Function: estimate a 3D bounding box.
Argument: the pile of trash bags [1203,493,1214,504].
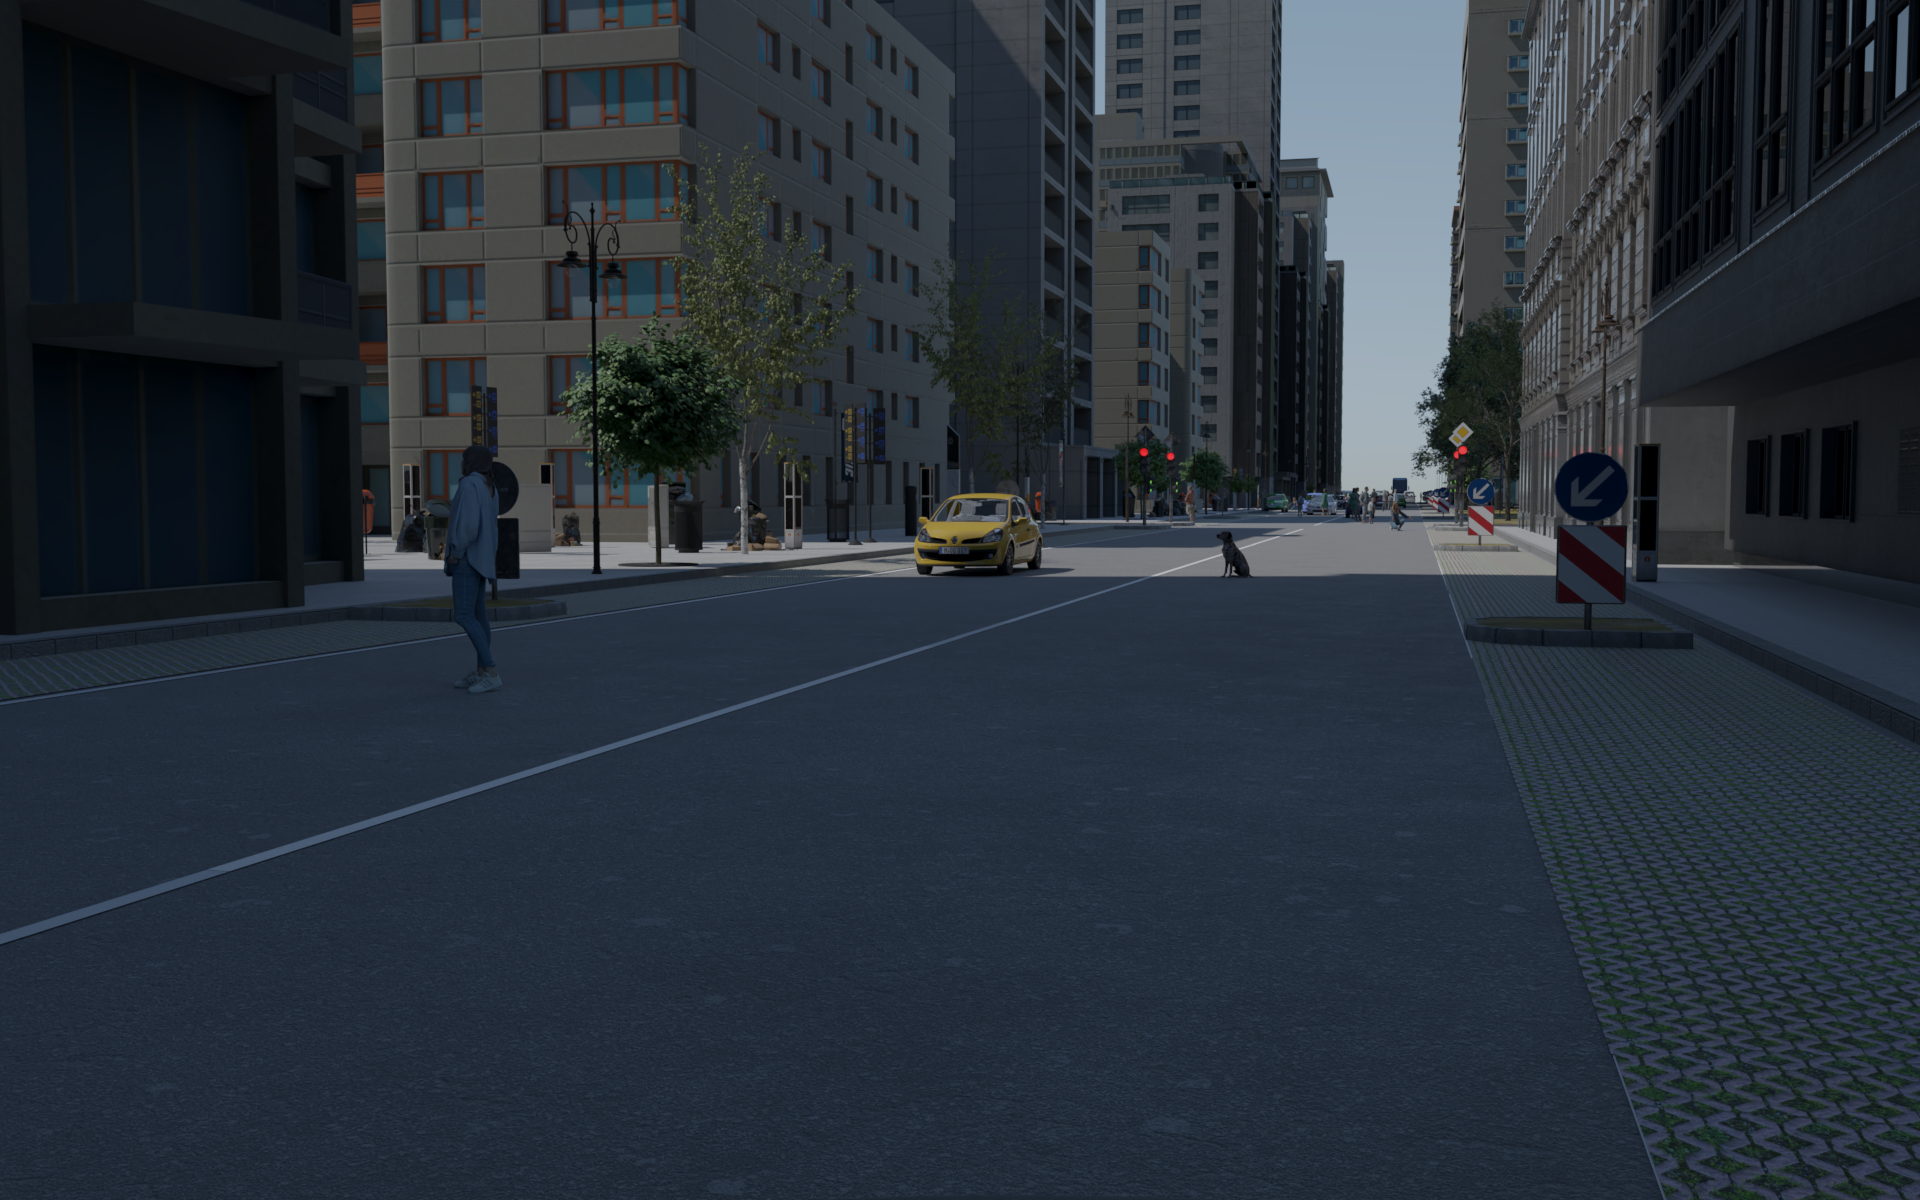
[{"bbox_3d":[19.943,-8.300,145.453,3.447,1.369,1.912,3,5,40],"label":"pile of trash bags"}]

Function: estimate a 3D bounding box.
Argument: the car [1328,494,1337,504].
[{"bbox_3d":[33.128,-8.840,156.534,2.014,1.417,4.499,1,4,16],"label":"car"}]

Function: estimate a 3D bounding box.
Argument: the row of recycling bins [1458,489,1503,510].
[{"bbox_3d":[41.067,-7.926,136.695,3.534,1.692,1.069,2,4,26],"label":"row of recycling bins"}]

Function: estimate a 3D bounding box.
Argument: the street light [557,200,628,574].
[{"bbox_3d":[-5.824,-3.353,27.603,0.468,5.910,1.993,1,4,15],"label":"street light"}]

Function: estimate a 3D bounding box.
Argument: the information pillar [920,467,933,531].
[{"bbox_3d":[-0.918,-2.660,47.989,0.304,2.012,0.304,1,4,13],"label":"information pillar"}]

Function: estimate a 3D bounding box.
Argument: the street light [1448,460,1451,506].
[{"bbox_3d":[54.297,-13.421,192.226,0.468,5.910,1.993,1,4,15],"label":"street light"}]

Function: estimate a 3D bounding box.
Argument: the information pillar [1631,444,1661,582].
[{"bbox_3d":[10.028,-1.274,25.324,0.304,2.012,0.304,0,4,8],"label":"information pillar"}]

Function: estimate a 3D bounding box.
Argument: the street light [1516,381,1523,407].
[{"bbox_3d":[21.518,-5.716,66.239,0.468,5.910,1.993,1,4,15],"label":"street light"}]

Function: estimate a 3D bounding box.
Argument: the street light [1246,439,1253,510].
[{"bbox_3d":[22.847,-10.049,137.088,0.468,5.910,1.993,1,4,15],"label":"street light"}]

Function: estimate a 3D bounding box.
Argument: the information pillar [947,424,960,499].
[{"bbox_3d":[-0.228,-4.086,58.158,0.504,3.616,0.183,2,4,32],"label":"information pillar"}]

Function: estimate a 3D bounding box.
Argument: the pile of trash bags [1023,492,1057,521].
[{"bbox_3d":[3.688,-4.447,82.463,1.912,1.369,3.447,0,4,-3],"label":"pile of trash bags"}]

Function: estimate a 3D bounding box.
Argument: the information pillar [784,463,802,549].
[{"bbox_3d":[-3.888,-2.197,40.420,0.304,2.012,0.304,2,4,35],"label":"information pillar"}]

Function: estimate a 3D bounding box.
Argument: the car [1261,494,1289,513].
[{"bbox_3d":[24.502,-7.698,134.666,1.959,1.807,4.718,1,4,16],"label":"car"}]

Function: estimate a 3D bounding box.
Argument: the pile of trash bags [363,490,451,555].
[{"bbox_3d":[-11.713,-1.718,37.841,3.447,1.369,1.912,-3,5,-42],"label":"pile of trash bags"}]

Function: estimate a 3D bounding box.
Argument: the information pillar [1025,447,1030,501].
[{"bbox_3d":[3.299,-5.737,85.150,0.183,3.616,0.504,-1,4,-15],"label":"information pillar"}]

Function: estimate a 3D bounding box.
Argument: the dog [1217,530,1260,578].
[{"bbox_3d":[4.831,-0.786,29.688,0.800,0.831,0.513,1,4,18],"label":"dog"}]

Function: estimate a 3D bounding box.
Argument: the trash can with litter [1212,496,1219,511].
[{"bbox_3d":[19.030,-7.137,128.076,0.624,1.170,1.055,-1,4,-18],"label":"trash can with litter"}]

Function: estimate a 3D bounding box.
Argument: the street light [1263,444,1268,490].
[{"bbox_3d":[27.041,-11.037,153.237,0.468,5.910,1.993,1,4,15],"label":"street light"}]

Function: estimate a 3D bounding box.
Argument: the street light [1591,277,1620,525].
[{"bbox_3d":[13.793,-3.935,37.127,0.468,5.910,1.993,1,4,15],"label":"street light"}]

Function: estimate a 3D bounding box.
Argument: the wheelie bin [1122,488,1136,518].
[{"bbox_3d":[9.180,-5.289,94.378,0.693,1.594,0.980,-1,4,-12],"label":"wheelie bin"}]

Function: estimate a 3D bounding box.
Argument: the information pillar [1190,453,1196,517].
[{"bbox_3d":[13.392,-6.586,99.036,0.183,3.616,0.504,1,4,8],"label":"information pillar"}]

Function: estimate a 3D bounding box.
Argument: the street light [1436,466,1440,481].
[{"bbox_3d":[83.070,-20.111,301.597,0.468,5.910,1.993,1,4,15],"label":"street light"}]

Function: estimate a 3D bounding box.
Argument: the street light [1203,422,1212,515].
[{"bbox_3d":[15.400,-8.277,108.124,0.468,5.910,1.993,1,4,15],"label":"street light"}]

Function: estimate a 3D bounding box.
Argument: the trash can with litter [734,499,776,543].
[{"bbox_3d":[-5.377,-2.098,45.686,1.055,1.170,0.624,-3,5,-44],"label":"trash can with litter"}]

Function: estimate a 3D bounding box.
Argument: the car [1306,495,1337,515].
[{"bbox_3d":[24.799,-6.499,118.612,2.083,1.381,4.827,1,4,15],"label":"car"}]

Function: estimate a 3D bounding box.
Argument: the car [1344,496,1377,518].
[{"bbox_3d":[24.149,-5.623,104.521,1.945,1.354,3.894,1,4,13],"label":"car"}]

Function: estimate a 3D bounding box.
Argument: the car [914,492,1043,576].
[{"bbox_3d":[0.369,-1.321,31.824,2.015,1.641,3.980,1,4,14],"label":"car"}]

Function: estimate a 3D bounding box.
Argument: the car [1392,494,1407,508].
[{"bbox_3d":[44.033,-10.132,174.452,1.959,1.807,4.718,1,4,15],"label":"car"}]

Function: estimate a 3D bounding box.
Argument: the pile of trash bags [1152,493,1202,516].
[{"bbox_3d":[12.700,-5.696,102.886,1.912,1.369,3.447,2,4,28],"label":"pile of trash bags"}]

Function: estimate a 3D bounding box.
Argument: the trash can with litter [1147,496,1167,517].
[{"bbox_3d":[10.825,-5.122,95.131,1.055,1.170,0.624,-3,4,-36],"label":"trash can with litter"}]

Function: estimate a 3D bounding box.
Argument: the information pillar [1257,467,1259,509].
[{"bbox_3d":[25.413,-9.554,147.567,0.183,3.616,0.504,1,4,9],"label":"information pillar"}]

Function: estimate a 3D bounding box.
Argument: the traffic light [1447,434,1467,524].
[{"bbox_3d":[21.596,-5.282,75.287,0.839,4.253,0.868,1,4,15],"label":"traffic light"}]

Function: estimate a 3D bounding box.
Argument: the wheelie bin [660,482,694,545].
[{"bbox_3d":[-7.263,-2.213,44.096,0.980,1.594,0.693,-1,4,-18],"label":"wheelie bin"}]

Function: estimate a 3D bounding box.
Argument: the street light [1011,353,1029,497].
[{"bbox_3d":[1.902,-5.147,56.948,0.468,5.910,1.993,1,4,15],"label":"street light"}]

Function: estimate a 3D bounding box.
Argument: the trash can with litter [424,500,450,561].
[{"bbox_3d":[-9.961,-1.361,33.643,0.624,1.170,1.055,-3,5,-43],"label":"trash can with litter"}]

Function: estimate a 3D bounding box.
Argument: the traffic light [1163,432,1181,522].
[{"bbox_3d":[9.585,-5.473,78.408,0.839,4.253,0.868,1,4,15],"label":"traffic light"}]

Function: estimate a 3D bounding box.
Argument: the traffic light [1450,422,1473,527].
[{"bbox_3d":[19.571,-4.810,67.562,0.839,4.253,0.868,1,4,15],"label":"traffic light"}]

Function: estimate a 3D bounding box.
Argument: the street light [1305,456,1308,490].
[{"bbox_3d":[42.227,-14.582,211.197,0.468,5.910,1.993,1,4,15],"label":"street light"}]

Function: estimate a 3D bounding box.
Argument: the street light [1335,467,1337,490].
[{"bbox_3d":[63.331,-19.491,291.460,0.468,5.910,1.993,1,4,15],"label":"street light"}]

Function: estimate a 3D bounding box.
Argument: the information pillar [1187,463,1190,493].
[{"bbox_3d":[16.400,-8.086,123.568,0.504,3.616,0.183,-1,4,-21],"label":"information pillar"}]

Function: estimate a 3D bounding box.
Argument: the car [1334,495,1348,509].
[{"bbox_3d":[36.660,-9.505,167.980,1.945,1.354,3.894,1,4,16],"label":"car"}]

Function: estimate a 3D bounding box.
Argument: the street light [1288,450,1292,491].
[{"bbox_3d":[34.645,-12.810,182.234,0.468,5.910,1.993,1,4,15],"label":"street light"}]

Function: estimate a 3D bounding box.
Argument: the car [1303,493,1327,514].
[{"bbox_3d":[25.945,-7.152,126.529,1.945,1.707,3.694,1,4,13],"label":"car"}]

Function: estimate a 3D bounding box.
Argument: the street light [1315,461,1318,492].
[{"bbox_3d":[48.117,-15.957,233.676,0.468,5.910,1.993,1,4,15],"label":"street light"}]

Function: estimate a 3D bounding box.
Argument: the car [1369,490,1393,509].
[{"bbox_3d":[40.734,-9.720,167.599,2.281,1.827,5.304,1,4,15],"label":"car"}]

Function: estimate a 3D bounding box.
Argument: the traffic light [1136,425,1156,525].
[{"bbox_3d":[7.560,-5.001,70.682,0.839,4.253,0.868,1,4,15],"label":"traffic light"}]

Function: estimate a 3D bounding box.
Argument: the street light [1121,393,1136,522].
[{"bbox_3d":[7.686,-6.513,79.278,0.468,5.910,1.993,1,4,15],"label":"street light"}]
